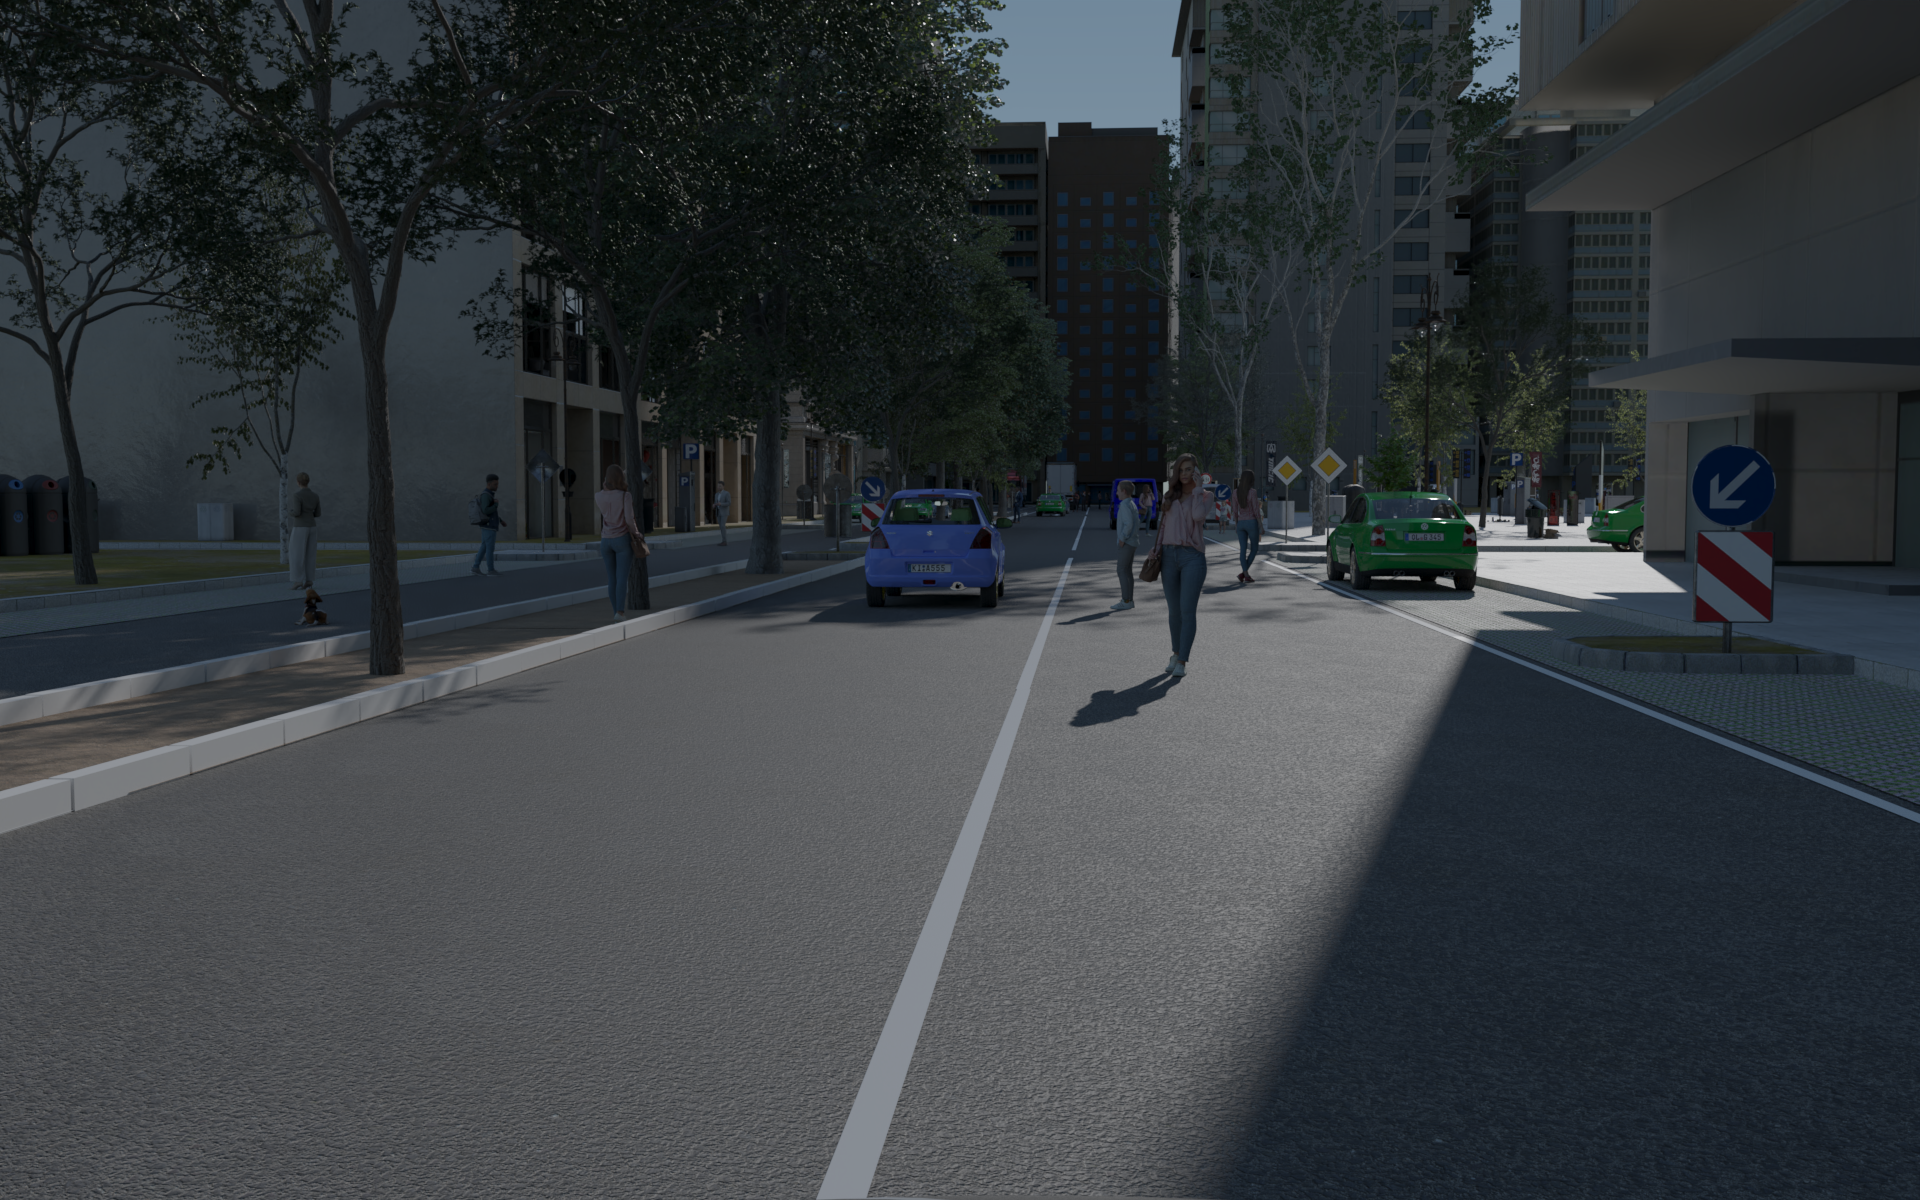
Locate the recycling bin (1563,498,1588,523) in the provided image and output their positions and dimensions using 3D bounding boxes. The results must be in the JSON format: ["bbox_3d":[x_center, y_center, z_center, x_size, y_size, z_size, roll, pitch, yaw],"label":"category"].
[{"bbox_3d":[27.479,-3.972,77.491,0.722,1.027,0.722,0,4,-1],"label":"recycling bin"}]

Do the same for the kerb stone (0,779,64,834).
[{"bbox_3d":[-4.100,0.913,7.302,0.120,0.150,1.000,0,4,4],"label":"kerb stone"}]

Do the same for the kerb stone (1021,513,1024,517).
[{"bbox_3d":[3.831,-5.374,110.086,0.120,0.150,1.000,0,4,4],"label":"kerb stone"}]

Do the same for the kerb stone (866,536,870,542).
[{"bbox_3d":[-2.835,-1.759,50.956,0.120,0.150,1.000,0,4,4],"label":"kerb stone"}]

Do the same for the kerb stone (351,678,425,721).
[{"bbox_3d":[-3.788,0.661,11.388,0.120,0.150,1.000,0,4,4],"label":"kerb stone"}]

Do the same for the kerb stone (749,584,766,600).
[{"bbox_3d":[-2.844,-0.088,23.642,0.120,0.150,1.000,0,4,4],"label":"kerb stone"}]

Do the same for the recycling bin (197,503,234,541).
[{"bbox_3d":[-20.377,-2.132,47.417,0.722,1.027,0.722,0,4,-2],"label":"recycling bin"}]

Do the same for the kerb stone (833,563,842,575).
[{"bbox_3d":[-2.285,-0.526,30.801,0.120,0.150,1.000,0,4,4],"label":"kerb stone"}]

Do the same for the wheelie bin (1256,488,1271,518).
[{"bbox_3d":[16.017,-5.128,91.758,0.693,1.594,0.980,-2,4,-33],"label":"wheelie bin"}]

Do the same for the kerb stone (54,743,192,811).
[{"bbox_3d":[-4.019,0.849,8.320,0.120,0.150,1.000,0,4,4],"label":"kerb stone"}]

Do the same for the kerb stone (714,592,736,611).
[{"bbox_3d":[-2.991,0.039,21.604,0.120,0.150,1.000,0,4,4],"label":"kerb stone"}]

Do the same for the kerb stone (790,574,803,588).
[{"bbox_3d":[-2.606,-0.274,26.718,0.120,0.150,1.000,0,4,4],"label":"kerb stone"}]

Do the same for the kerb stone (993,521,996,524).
[{"bbox_3d":[1.780,-3.744,83.503,0.120,0.150,1.000,0,4,4],"label":"kerb stone"}]

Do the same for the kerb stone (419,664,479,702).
[{"bbox_3d":[-3.706,0.601,12.410,0.120,0.150,1.000,0,4,4],"label":"kerb stone"}]

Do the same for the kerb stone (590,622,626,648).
[{"bbox_3d":[-3.397,0.349,16.493,0.120,0.150,1.000,0,4,4],"label":"kerb stone"}]

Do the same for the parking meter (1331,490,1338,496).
[{"bbox_3d":[22.484,-5.847,104.007,0.372,1.533,0.369,0,3,0],"label":"parking meter"}]

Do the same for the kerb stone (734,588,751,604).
[{"bbox_3d":[-2.923,-0.026,22.623,0.120,0.150,1.000,0,4,4],"label":"kerb stone"}]

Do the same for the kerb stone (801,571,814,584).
[{"bbox_3d":[-2.524,-0.339,27.739,0.120,0.150,1.000,0,4,4],"label":"kerb stone"}]

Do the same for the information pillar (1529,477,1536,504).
[{"bbox_3d":[25.059,-4.374,76.000,0.304,2.012,0.304,0,4,-6],"label":"information pillar"}]

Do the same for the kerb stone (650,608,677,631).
[{"bbox_3d":[-3.237,0.224,18.538,0.120,0.150,1.000,0,4,4],"label":"kerb stone"}]

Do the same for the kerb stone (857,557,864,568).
[{"bbox_3d":[-2.051,-0.706,33.870,0.120,0.150,1.000,0,4,4],"label":"kerb stone"}]

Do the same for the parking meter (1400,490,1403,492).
[{"bbox_3d":[28.137,-6.263,110.818,0.372,1.533,0.369,0,3,0],"label":"parking meter"}]

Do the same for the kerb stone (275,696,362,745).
[{"bbox_3d":[-3.866,0.724,10.369,0.120,0.150,1.000,0,4,4],"label":"kerb stone"}]

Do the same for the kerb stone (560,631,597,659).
[{"bbox_3d":[-3.473,0.416,15.474,0.120,0.150,1.000,0,4,4],"label":"kerb stone"}]

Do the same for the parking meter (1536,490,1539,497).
[{"bbox_3d":[34.179,-5.782,102.951,0.372,1.533,0.369,0,3,0],"label":"parking meter"}]

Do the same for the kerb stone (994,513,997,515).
[{"bbox_3d":[2.462,-5.947,119.431,0.120,0.150,1.000,0,4,4],"label":"kerb stone"}]

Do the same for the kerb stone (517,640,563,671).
[{"bbox_3d":[-3.551,0.474,14.451,0.120,0.150,1.000,0,4,4],"label":"kerb stone"}]

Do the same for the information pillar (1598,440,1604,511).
[{"bbox_3d":[27.945,-5.147,75.515,0.183,3.616,0.504,2,4,30],"label":"information pillar"}]

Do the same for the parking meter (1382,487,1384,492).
[{"bbox_3d":[26.827,-6.355,109.620,0.399,1.863,0.255,0,4,6],"label":"parking meter"}]

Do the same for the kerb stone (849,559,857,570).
[{"bbox_3d":[-2.128,-0.651,32.845,0.120,0.150,1.000,0,4,4],"label":"kerb stone"}]

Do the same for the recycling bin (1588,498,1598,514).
[{"bbox_3d":[41.410,-6.166,113.360,0.722,1.027,0.722,-2,4,-34],"label":"recycling bin"}]

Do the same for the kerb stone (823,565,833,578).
[{"bbox_3d":[-2.365,-0.464,29.781,0.120,0.150,1.000,0,4,4],"label":"kerb stone"}]

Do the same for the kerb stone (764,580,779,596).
[{"bbox_3d":[-2.762,-0.150,24.670,0.120,0.150,1.000,0,4,4],"label":"kerb stone"}]

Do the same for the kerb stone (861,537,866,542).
[{"bbox_3d":[-2.914,-1.692,49.929,0.120,0.150,1.000,0,4,4],"label":"kerb stone"}]

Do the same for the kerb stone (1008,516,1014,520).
[{"bbox_3d":[2.968,-4.682,98.852,0.120,0.150,1.000,0,4,4],"label":"kerb stone"}]

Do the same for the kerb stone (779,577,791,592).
[{"bbox_3d":[-2.687,-0.208,25.689,0.120,0.150,1.000,0,4,4],"label":"kerb stone"}]

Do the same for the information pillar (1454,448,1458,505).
[{"bbox_3d":[25.394,-5.957,88.752,0.183,3.616,0.504,0,4,8],"label":"information pillar"}]

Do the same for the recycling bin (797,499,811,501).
[{"bbox_3d":[-8.088,-4.780,90.714,0.722,1.027,0.722,-1,4,-20],"label":"recycling bin"}]

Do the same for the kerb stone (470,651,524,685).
[{"bbox_3d":[-3.624,0.536,13.432,0.120,0.150,1.000,0,4,4],"label":"kerb stone"}]

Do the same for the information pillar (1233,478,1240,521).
[{"bbox_3d":[13.041,-4.706,81.430,0.304,2.012,0.304,3,5,44],"label":"information pillar"}]

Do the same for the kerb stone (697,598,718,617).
[{"bbox_3d":[-3.079,0.106,20.576,0.120,0.150,1.000,0,4,4],"label":"kerb stone"}]

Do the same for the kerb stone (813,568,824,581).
[{"bbox_3d":[-2.440,-0.401,28.758,0.120,0.150,1.000,0,4,4],"label":"kerb stone"}]

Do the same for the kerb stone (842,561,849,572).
[{"bbox_3d":[-2.209,-0.581,31.821,0.120,0.150,1.000,0,4,4],"label":"kerb stone"}]

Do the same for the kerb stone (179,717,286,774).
[{"bbox_3d":[-3.944,0.787,9.350,0.120,0.150,1.000,0,4,4],"label":"kerb stone"}]

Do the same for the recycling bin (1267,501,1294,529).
[{"bbox_3d":[11.795,-3.126,63.659,0.722,1.027,0.722,-3,5,-41],"label":"recycling bin"}]

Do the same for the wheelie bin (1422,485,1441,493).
[{"bbox_3d":[16.520,-3.247,60.992,0.693,1.594,0.980,0,4,-4],"label":"wheelie bin"}]

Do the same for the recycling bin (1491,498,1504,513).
[{"bbox_3d":[36.151,-6.346,116.311,0.722,1.027,0.722,-3,5,-41],"label":"recycling bin"}]

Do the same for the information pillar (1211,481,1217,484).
[{"bbox_3d":[14.066,-5.597,95.999,0.304,2.012,0.304,2,4,26],"label":"information pillar"}]

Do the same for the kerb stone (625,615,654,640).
[{"bbox_3d":[-3.308,0.286,17.518,0.120,0.150,1.000,0,4,4],"label":"kerb stone"}]

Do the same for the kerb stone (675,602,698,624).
[{"bbox_3d":[-3.156,0.161,19.557,0.120,0.150,1.000,0,4,4],"label":"kerb stone"}]
